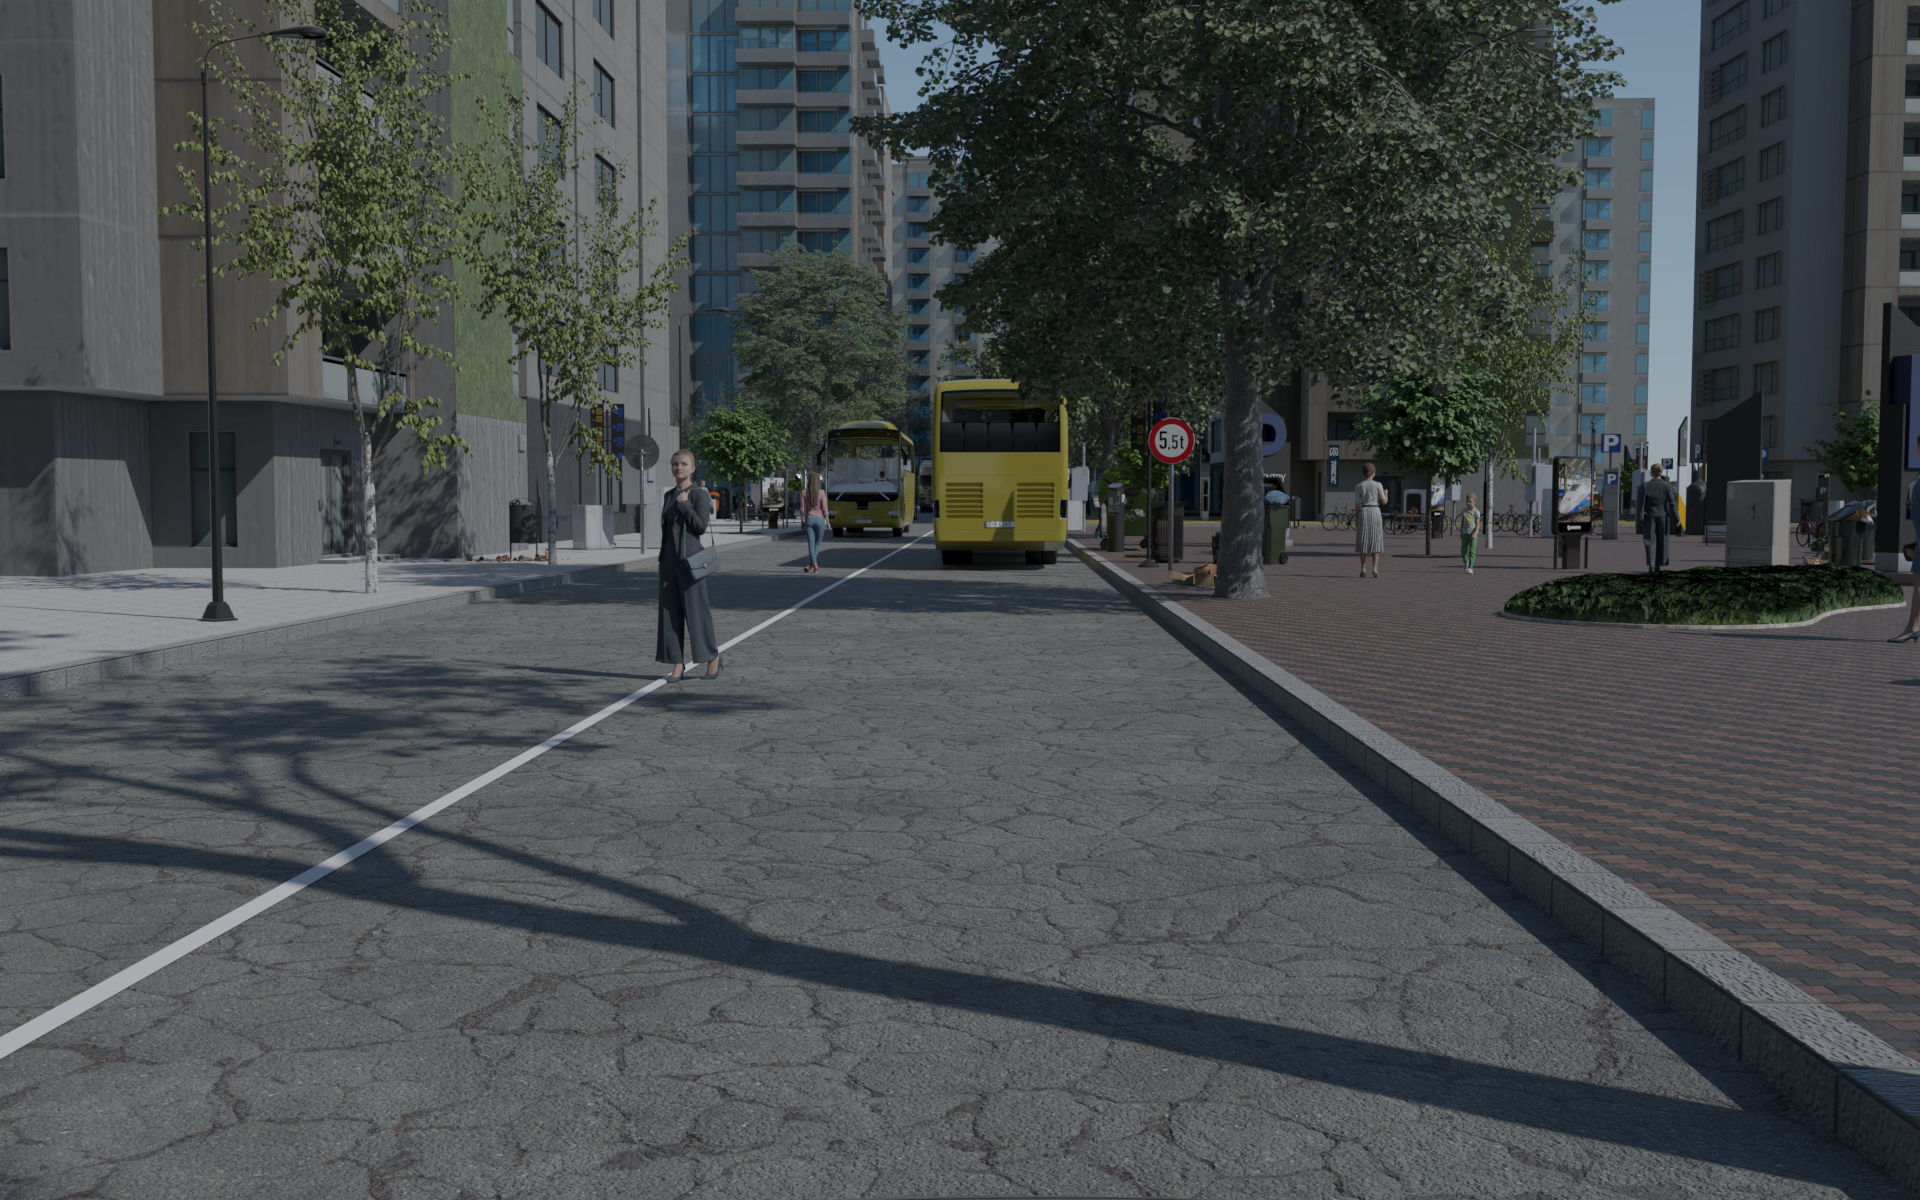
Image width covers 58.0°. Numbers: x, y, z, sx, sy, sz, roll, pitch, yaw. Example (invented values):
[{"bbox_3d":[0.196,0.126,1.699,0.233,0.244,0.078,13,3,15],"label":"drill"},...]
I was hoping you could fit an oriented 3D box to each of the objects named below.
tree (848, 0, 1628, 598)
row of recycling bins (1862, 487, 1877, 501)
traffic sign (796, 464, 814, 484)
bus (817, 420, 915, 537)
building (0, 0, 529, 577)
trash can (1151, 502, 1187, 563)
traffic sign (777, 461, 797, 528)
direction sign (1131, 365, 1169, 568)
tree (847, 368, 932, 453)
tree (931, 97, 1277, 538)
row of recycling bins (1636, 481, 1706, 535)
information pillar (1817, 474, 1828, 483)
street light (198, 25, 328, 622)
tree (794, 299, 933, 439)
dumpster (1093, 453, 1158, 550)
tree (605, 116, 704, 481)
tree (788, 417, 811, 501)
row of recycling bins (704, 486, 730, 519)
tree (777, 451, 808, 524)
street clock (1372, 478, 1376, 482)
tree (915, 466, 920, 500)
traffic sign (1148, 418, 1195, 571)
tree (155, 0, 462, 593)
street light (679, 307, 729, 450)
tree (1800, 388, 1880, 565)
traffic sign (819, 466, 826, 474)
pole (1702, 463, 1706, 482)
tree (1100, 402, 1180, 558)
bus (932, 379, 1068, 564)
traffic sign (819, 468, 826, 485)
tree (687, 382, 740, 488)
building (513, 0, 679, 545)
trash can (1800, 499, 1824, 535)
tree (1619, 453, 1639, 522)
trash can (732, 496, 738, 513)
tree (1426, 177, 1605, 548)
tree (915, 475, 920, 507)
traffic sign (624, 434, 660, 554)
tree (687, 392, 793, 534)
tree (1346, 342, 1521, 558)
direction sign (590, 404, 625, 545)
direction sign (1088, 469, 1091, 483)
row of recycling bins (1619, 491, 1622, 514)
[{"bbox_3d":[3.398,-7.008,21.235,9.857,13.997,8.962,0,3,0],"label":"tree"},{"bbox_3d":[76.596,-8.478,145.724,1.069,1.692,3.534,-1,4,-20],"label":"row of recycling bins"},{"bbox_3d":[-5.978,-3.958,66.896,0.795,2.593,0.064,0,4,1],"label":"traffic sign"},{"bbox_3d":[-3.080,-4.279,61.507,2.896,3.916,12.252,0,4,1],"label":"bus"},{"bbox_3d":[-17.038,-21.290,31.679,14.154,41.232,14.086,0,4,1],"label":"building"},{"bbox_3d":[3.858,-1.259,32.246,0.748,1.137,0.748,0,3,0],"label":"trash can"},{"bbox_3d":[-6.600,-4.031,66.016,0.768,2.556,0.104,0,4,4],"label":"traffic sign"},{"bbox_3d":[3.311,-2.344,30.318,0.379,3.537,0.876,-3,5,-40],"label":"direction sign"},{"bbox_3d":[-6.108,-11.430,121.291,8.767,10.594,7.601,-1,4,-23],"label":"tree"},{"bbox_3d":[4.308,-8.154,50.325,9.611,12.733,9.660,0,3,0],"label":"tree"},{"bbox_3d":[22.936,-2.901,54.551,1.069,1.692,3.534,-3,4,-36],"label":"row of recycling bins"},{"bbox_3d":[31.090,-3.544,62.442,0.304,2.012,0.304,-3,5,-40],"label":"information pillar"},{"bbox_3d":[-6.968,-2.740,17.335,1.470,5.913,1.316,0,4,1],"label":"street light"},{"bbox_3d":[-6.303,-12.108,108.340,12.009,13.543,11.850,0,3,0],"label":"tree"},{"bbox_3d":[3.860,-2.274,39.679,1.502,2.255,1.985,0,4,1],"label":"dumpster"},{"bbox_3d":[-7.136,-4.929,30.954,4.737,8.622,4.395,0,3,0],"label":"tree"},{"bbox_3d":[-12.839,-11.462,137.769,4.737,8.622,4.395,0,3,0],"label":"tree"},{"bbox_3d":[-13.621,-5.031,89.374,3.534,1.692,1.069,-2,4,-23],"label":"row of recycling bins"},{"bbox_3d":[-7.331,-4.974,75.921,1.663,3.219,1.824,0,3,0],"label":"tree"},{"bbox_3d":[18.422,-4.478,77.787,0.471,2.002,0.358,0,4,-7],"label":"street clock"},{"bbox_3d":[-3.341,-13.468,203.912,4.285,4.588,4.351,0,3,0],"label":"tree"},{"bbox_3d":[3.531,-1.765,28.957,0.768,2.556,0.104,0,4,8],"label":"traffic sign"},{"bbox_3d":[-7.643,-4.377,21.919,4.737,8.622,4.395,0,3,0],"label":"tree"},{"bbox_3d":[-6.439,-4.325,43.262,1.470,5.913,1.316,0,4,1],"label":"street light"},{"bbox_3d":[16.535,-2.261,31.565,1.663,3.219,1.824,0,3,0],"label":"tree"},{"bbox_3d":[-5.926,-4.727,77.387,0.768,2.556,0.104,1,4,9],"label":"traffic sign"},{"bbox_3d":[41.405,-6.275,96.434,0.158,3.312,0.155,0,3,0],"label":"pole"},{"bbox_3d":[3.878,-2.486,35.249,1.663,3.219,1.824,0,3,0],"label":"tree"},{"bbox_3d":[0.859,-2.848,38.114,2.896,3.916,12.252,0,4,1],"label":"bus"},{"bbox_3d":[-5.793,-4.446,74.879,0.795,2.593,0.064,0,4,1],"label":"traffic sign"},{"bbox_3d":[-15.709,-9.819,110.904,4.360,8.622,3.978,0,3,0],"label":"tree"},{"bbox_3d":[-20.861,-37.551,52.215,20.611,71.187,20.563,0,4,1],"label":"building"},{"bbox_3d":[26.967,-2.643,54.870,0.748,1.137,0.748,0,3,0],"label":"trash can"},{"bbox_3d":[31.501,-5.247,80.393,1.663,3.219,1.824,0,3,0],"label":"tree"},{"bbox_3d":[-15.564,-6.631,120.069,0.748,1.137,0.748,0,3,0],"label":"trash can"},{"bbox_3d":[12.762,-5.527,40.730,4.737,8.622,4.395,0,3,0],"label":"tree"},{"bbox_3d":[-4.321,-11.108,176.210,1.663,3.219,1.824,0,3,0],"label":"tree"},{"bbox_3d":[-6.795,-2.256,36.991,0.768,2.556,0.104,0,4,5],"label":"traffic sign"},{"bbox_3d":[-7.134,-4.417,55.930,4.285,4.588,4.351,0,3,0],"label":"tree"},{"bbox_3d":[9.655,-3.152,35.255,4.285,4.588,4.351,0,3,0],"label":"tree"},{"bbox_3d":[-8.838,-3.149,43.491,0.876,3.537,0.379,0,4,7],"label":"direction sign"},{"bbox_3d":[8.837,-7.935,121.730,0.876,3.537,0.379,-3,4,-37],"label":"direction sign"},{"bbox_3d":[43.139,-6.447,112.527,3.534,1.692,1.069,-2,4,-33],"label":"row of recycling bins"}]
